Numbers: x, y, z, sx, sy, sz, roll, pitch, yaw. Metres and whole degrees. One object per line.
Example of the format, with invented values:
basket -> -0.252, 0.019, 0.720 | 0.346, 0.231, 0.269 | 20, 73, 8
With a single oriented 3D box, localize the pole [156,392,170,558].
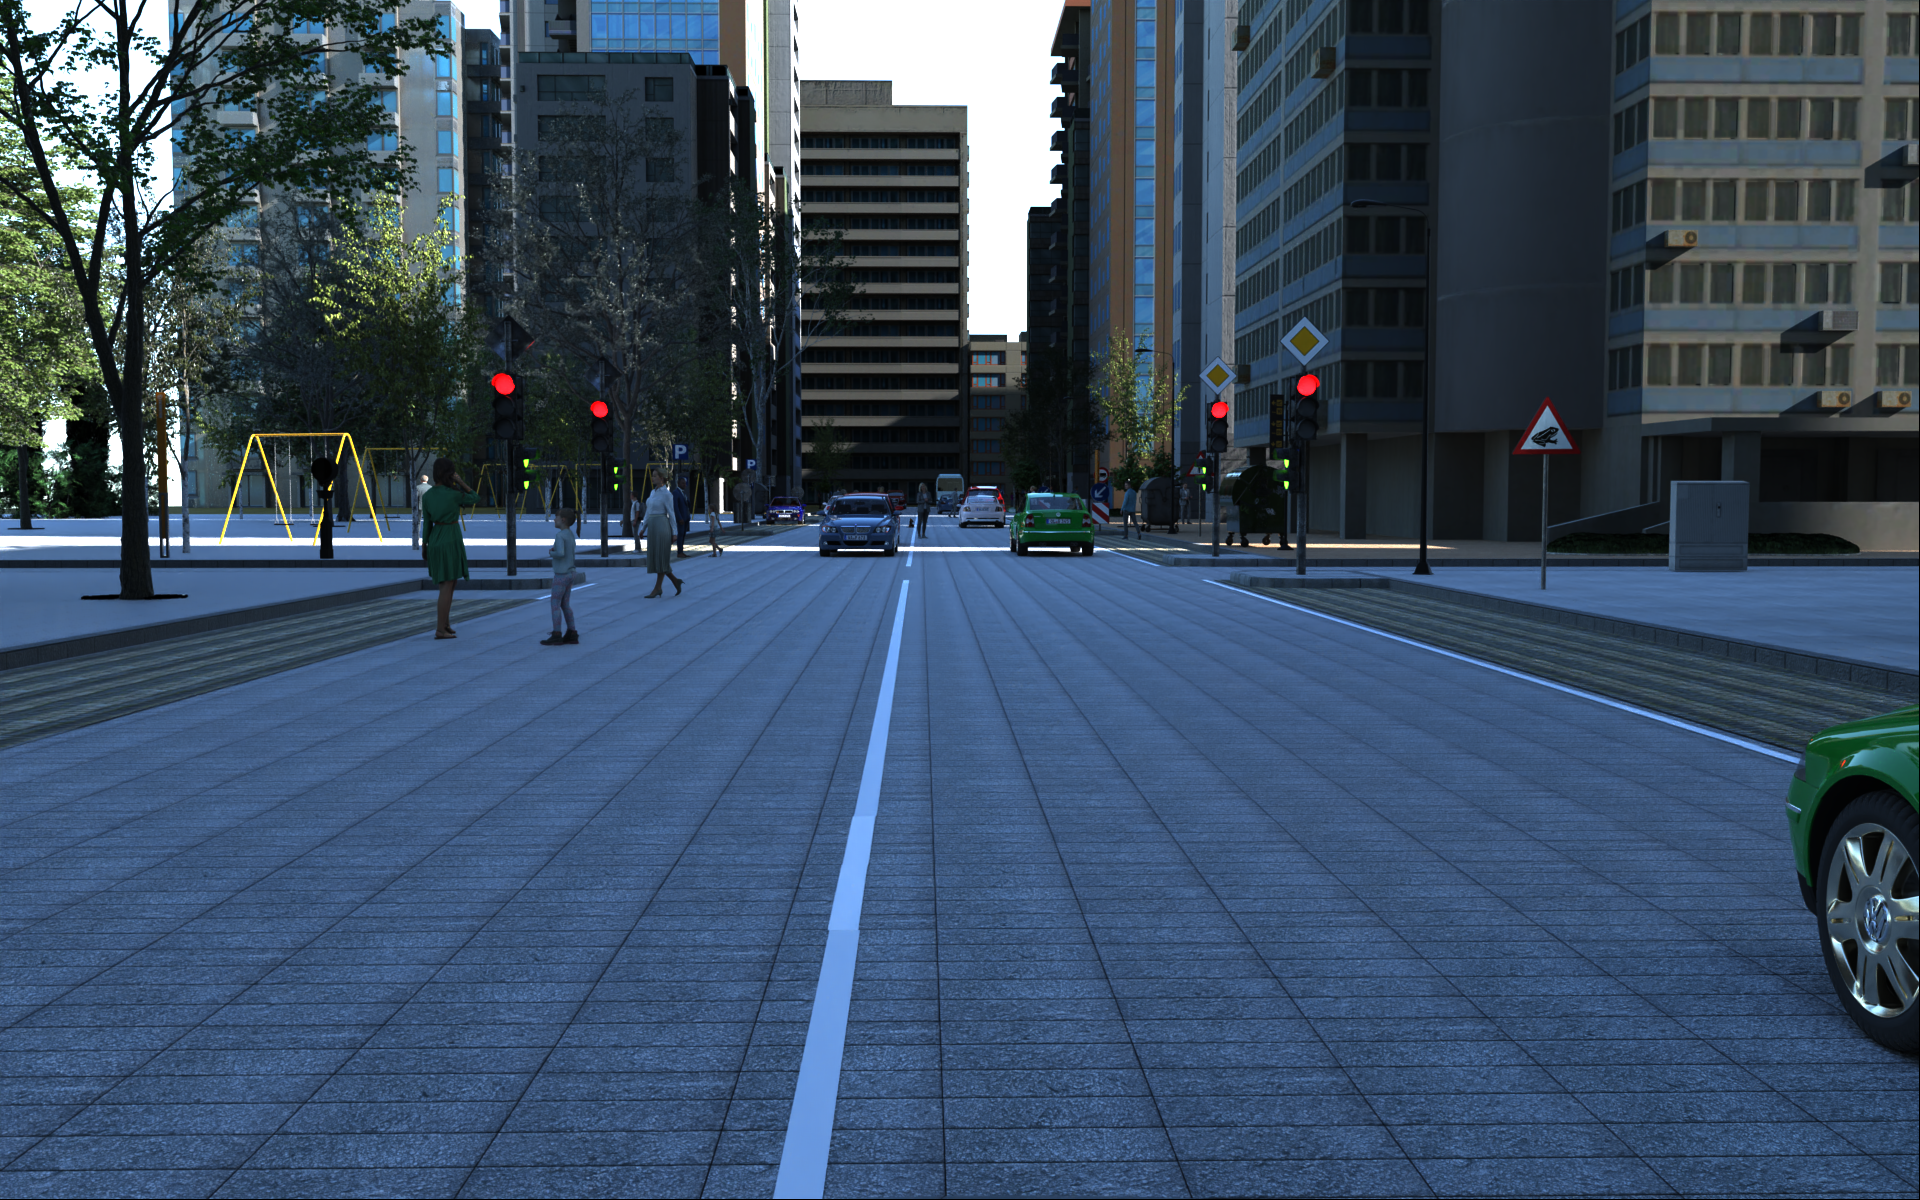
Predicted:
pole -> -16.023, -2.506, 34.810 | 0.158, 3.312, 0.155 | 0, 3, 0

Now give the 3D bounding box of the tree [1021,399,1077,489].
tree -> 6.063, -10.593, 123.556 | 4.360, 8.622, 3.978 | 0, 3, 0

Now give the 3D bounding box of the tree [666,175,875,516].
tree -> -11.354, -15.038, 101.762 | 12.611, 20.169, 13.585 | 0, 3, 0

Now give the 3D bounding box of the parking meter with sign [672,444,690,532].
parking meter with sign -> -9.559, -3.872, 59.562 | 0.543, 3.016, 1.738 | -1, 4, -12

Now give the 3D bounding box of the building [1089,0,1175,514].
building -> 16.428, -28.631, 118.224 | 14.600, 45.320, 14.200 | 0, 4, -1

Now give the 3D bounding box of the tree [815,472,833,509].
tree -> -12.010, -9.772, 154.369 | 1.663, 3.219, 1.824 | 0, 3, 0

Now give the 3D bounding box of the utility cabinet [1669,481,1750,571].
utility cabinet -> 12.404, -1.223, 28.679 | 1.173, 1.500, 0.318 | 0, 4, 3

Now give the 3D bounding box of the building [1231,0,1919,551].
building -> 22.011, -22.150, 54.030 | 23.993, 40.220, 32.217 | 0, 4, -1

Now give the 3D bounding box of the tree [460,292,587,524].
tree -> -16.538, -6.948, 63.964 | 4.360, 8.622, 3.978 | 0, 3, 0

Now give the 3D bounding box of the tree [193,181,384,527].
tree -> -24.783, -9.592, 67.204 | 12.009, 13.543, 11.850 | 0, 3, 0

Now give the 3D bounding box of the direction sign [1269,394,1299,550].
direction sign -> 7.447, -2.907, 39.531 | 0.876, 3.537, 0.379 | -1, 4, -20

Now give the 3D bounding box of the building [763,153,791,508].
building -> -21.929, -22.905, 146.195 | 14.160, 30.474, 14.107 | 0, 4, -1

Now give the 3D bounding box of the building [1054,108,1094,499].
building -> 15.122, -22.106, 133.127 | 14.160, 30.474, 14.107 | 0, 4, -1

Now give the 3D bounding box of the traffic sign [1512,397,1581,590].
traffic sign -> 7.841, -1.419, 23.208 | 0.884, 2.594, 0.081 | 0, 4, 8

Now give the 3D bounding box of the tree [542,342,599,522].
tree -> -19.481, -7.955, 80.426 | 4.737, 8.622, 4.395 | 0, 3, 0

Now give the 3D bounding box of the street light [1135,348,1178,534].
street light -> 6.267, -5.066, 55.372 | 1.470, 5.913, 1.316 | 0, 4, -1

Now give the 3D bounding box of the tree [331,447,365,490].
tree -> -37.642, -9.488, 105.488 | 4.360, 8.622, 3.978 | 0, 3, 0

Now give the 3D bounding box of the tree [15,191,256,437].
tree -> -25.750, -7.290, 53.597 | 8.767, 10.594, 7.601 | 1, 4, 22

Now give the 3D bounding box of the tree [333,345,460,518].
tree -> -30.785, -9.595, 91.291 | 7.601, 10.594, 8.767 | 1, 4, 16

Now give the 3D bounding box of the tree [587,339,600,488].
tree -> -15.941, -7.586, 74.399 | 4.360, 8.622, 3.978 | 0, 3, 0

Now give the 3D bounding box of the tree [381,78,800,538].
tree -> -9.935, -8.615, 51.230 | 12.009, 13.543, 11.850 | 0, 3, 0

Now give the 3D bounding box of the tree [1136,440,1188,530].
tree -> 7.367, -4.134, 62.188 | 1.663, 3.219, 1.824 | 0, 3, 0

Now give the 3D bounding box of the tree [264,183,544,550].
tree -> -12.503, -5.442, 39.335 | 4.737, 8.622, 4.395 | 0, 3, 0

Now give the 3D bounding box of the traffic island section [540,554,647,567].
traffic island section -> -7.265, -0.796, 35.294 | 2.009, 0.180, 2.903 | 0, 4, -1

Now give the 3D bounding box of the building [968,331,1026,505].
building -> 15.314, -22.368, 210.763 | 28.899, 21.520, 27.650 | 0, 4, -1

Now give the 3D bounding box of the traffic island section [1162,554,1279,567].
traffic island section -> 5.273, -0.813, 35.570 | 2.009, 0.180, 2.903 | 0, 4, -1

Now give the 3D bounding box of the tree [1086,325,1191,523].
tree -> 7.629, -7.677, 75.879 | 4.737, 8.622, 4.395 | 0, 3, 0

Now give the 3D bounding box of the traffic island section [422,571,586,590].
traffic island section -> -7.085, -0.308, 27.311 | 2.009, 0.180, 2.903 | 0, 4, -1

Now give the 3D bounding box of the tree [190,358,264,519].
tree -> -37.259, -8.475, 88.921 | 4.737, 8.622, 4.395 | 0, 3, 0

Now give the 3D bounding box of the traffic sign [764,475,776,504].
traffic sign -> -10.170, -5.541, 92.724 | 0.606, 2.300, 0.079 | 0, 4, -1

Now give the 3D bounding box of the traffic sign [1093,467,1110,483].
traffic sign -> 6.669, -4.986, 81.628 | 0.768, 2.556, 0.104 | 0, 4, 6

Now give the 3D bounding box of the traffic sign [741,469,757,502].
traffic sign -> -10.507, -5.268, 86.231 | 0.768, 2.556, 0.104 | 0, 4, 5

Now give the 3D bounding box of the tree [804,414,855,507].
tree -> -11.922, -12.731, 158.512 | 4.737, 8.622, 4.395 | 0, 3, 0

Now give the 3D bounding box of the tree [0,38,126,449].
tree -> -24.621, -7.631, 42.890 | 7.486, 12.596, 7.792 | 0, 3, 0

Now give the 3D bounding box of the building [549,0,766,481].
building -> -22.349, -29.423, 131.184 | 14.600, 45.320, 14.200 | 0, 4, -1

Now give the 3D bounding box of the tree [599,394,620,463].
tree -> -19.525, -8.266, 85.509 | 4.737, 8.622, 4.395 | 0, 3, 0

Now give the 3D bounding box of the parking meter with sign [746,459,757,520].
parking meter with sign -> -10.549, -5.569, 87.317 | 0.543, 3.016, 1.738 | -1, 4, -9

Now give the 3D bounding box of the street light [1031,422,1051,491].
street light -> 5.191, -8.428, 110.341 | 1.470, 5.913, 1.316 | 0, 4, -1

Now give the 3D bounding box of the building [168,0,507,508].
building -> -59.588, -33.633, 169.514 | 30.456, 49.044, 23.786 | 0, 4, -1

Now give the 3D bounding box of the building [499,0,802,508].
building -> -30.095, -38.465, 170.894 | 28.212, 58.520, 21.231 | 0, 4, -1

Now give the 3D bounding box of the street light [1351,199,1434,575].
street light -> 6.859, -3.361, 27.491 | 1.470, 5.913, 1.316 | 0, 4, -1

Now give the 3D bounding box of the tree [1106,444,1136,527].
tree -> 6.606, -4.445, 67.280 | 1.663, 3.219, 1.824 | 0, 3, 0

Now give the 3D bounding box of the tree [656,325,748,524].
tree -> -10.951, -7.592, 74.490 | 4.737, 8.622, 4.395 | 0, 3, 0

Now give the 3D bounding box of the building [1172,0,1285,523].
building -> 21.717, -33.470, 89.239 | 21.231, 58.520, 28.212 | 0, 4, -1

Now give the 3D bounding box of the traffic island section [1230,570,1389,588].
traffic island section -> 5.453, -0.325, 27.587 | 2.009, 0.180, 2.903 | 0, 4, -1

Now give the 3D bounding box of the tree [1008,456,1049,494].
tree -> 5.636, -9.907, 145.697 | 4.285, 4.588, 4.351 | 0, 3, 0

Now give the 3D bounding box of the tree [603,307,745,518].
tree -> -10.767, -7.128, 66.911 | 4.360, 8.622, 3.978 | 0, 3, 0

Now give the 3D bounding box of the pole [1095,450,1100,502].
pole -> 6.331, -5.267, 79.953 | 0.158, 3.312, 0.155 | 0, 3, 0

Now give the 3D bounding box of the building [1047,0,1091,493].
building -> 19.406, -30.558, 154.240 | 22.147, 44.769, 28.867 | 0, 4, -1

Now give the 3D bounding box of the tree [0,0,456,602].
tree -> -10.195, -5.808, 20.724 | 9.928, 11.665, 9.643 | 0, 3, 0

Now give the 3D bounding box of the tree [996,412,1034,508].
tree -> 5.001, -12.527, 155.172 | 4.737, 8.622, 4.395 | 0, 3, 0

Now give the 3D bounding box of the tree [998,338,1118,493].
tree -> 5.832, -10.385, 104.203 | 7.601, 10.594, 8.767 | -1, 4, -15

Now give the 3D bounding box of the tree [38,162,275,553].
tree -> -17.113, -5.329, 37.493 | 4.360, 8.622, 3.978 | 0, 3, 0

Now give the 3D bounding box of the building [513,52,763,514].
building -> -21.374, -21.128, 117.151 | 14.160, 30.474, 14.107 | 0, 4, -1

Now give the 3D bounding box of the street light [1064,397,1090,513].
street light -> 5.644, -6.747, 82.854 | 1.470, 5.913, 1.316 | 0, 4, -1

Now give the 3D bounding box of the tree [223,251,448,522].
tree -> -28.878, -10.020, 80.838 | 9.611, 12.733, 9.660 | 0, 3, 0

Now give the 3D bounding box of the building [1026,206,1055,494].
building -> 13.636, -24.728, 176.009 | 14.160, 30.474, 14.107 | 0, 4, -1

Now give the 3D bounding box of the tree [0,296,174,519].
tree -> -50.893, -11.811, 94.934 | 13.155, 14.587, 18.604 | -1, 4, -20

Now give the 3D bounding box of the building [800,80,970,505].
building -> -9.870, -35.660, 206.742 | 21.600, 48.544, 21.300 | 0, 4, -1
